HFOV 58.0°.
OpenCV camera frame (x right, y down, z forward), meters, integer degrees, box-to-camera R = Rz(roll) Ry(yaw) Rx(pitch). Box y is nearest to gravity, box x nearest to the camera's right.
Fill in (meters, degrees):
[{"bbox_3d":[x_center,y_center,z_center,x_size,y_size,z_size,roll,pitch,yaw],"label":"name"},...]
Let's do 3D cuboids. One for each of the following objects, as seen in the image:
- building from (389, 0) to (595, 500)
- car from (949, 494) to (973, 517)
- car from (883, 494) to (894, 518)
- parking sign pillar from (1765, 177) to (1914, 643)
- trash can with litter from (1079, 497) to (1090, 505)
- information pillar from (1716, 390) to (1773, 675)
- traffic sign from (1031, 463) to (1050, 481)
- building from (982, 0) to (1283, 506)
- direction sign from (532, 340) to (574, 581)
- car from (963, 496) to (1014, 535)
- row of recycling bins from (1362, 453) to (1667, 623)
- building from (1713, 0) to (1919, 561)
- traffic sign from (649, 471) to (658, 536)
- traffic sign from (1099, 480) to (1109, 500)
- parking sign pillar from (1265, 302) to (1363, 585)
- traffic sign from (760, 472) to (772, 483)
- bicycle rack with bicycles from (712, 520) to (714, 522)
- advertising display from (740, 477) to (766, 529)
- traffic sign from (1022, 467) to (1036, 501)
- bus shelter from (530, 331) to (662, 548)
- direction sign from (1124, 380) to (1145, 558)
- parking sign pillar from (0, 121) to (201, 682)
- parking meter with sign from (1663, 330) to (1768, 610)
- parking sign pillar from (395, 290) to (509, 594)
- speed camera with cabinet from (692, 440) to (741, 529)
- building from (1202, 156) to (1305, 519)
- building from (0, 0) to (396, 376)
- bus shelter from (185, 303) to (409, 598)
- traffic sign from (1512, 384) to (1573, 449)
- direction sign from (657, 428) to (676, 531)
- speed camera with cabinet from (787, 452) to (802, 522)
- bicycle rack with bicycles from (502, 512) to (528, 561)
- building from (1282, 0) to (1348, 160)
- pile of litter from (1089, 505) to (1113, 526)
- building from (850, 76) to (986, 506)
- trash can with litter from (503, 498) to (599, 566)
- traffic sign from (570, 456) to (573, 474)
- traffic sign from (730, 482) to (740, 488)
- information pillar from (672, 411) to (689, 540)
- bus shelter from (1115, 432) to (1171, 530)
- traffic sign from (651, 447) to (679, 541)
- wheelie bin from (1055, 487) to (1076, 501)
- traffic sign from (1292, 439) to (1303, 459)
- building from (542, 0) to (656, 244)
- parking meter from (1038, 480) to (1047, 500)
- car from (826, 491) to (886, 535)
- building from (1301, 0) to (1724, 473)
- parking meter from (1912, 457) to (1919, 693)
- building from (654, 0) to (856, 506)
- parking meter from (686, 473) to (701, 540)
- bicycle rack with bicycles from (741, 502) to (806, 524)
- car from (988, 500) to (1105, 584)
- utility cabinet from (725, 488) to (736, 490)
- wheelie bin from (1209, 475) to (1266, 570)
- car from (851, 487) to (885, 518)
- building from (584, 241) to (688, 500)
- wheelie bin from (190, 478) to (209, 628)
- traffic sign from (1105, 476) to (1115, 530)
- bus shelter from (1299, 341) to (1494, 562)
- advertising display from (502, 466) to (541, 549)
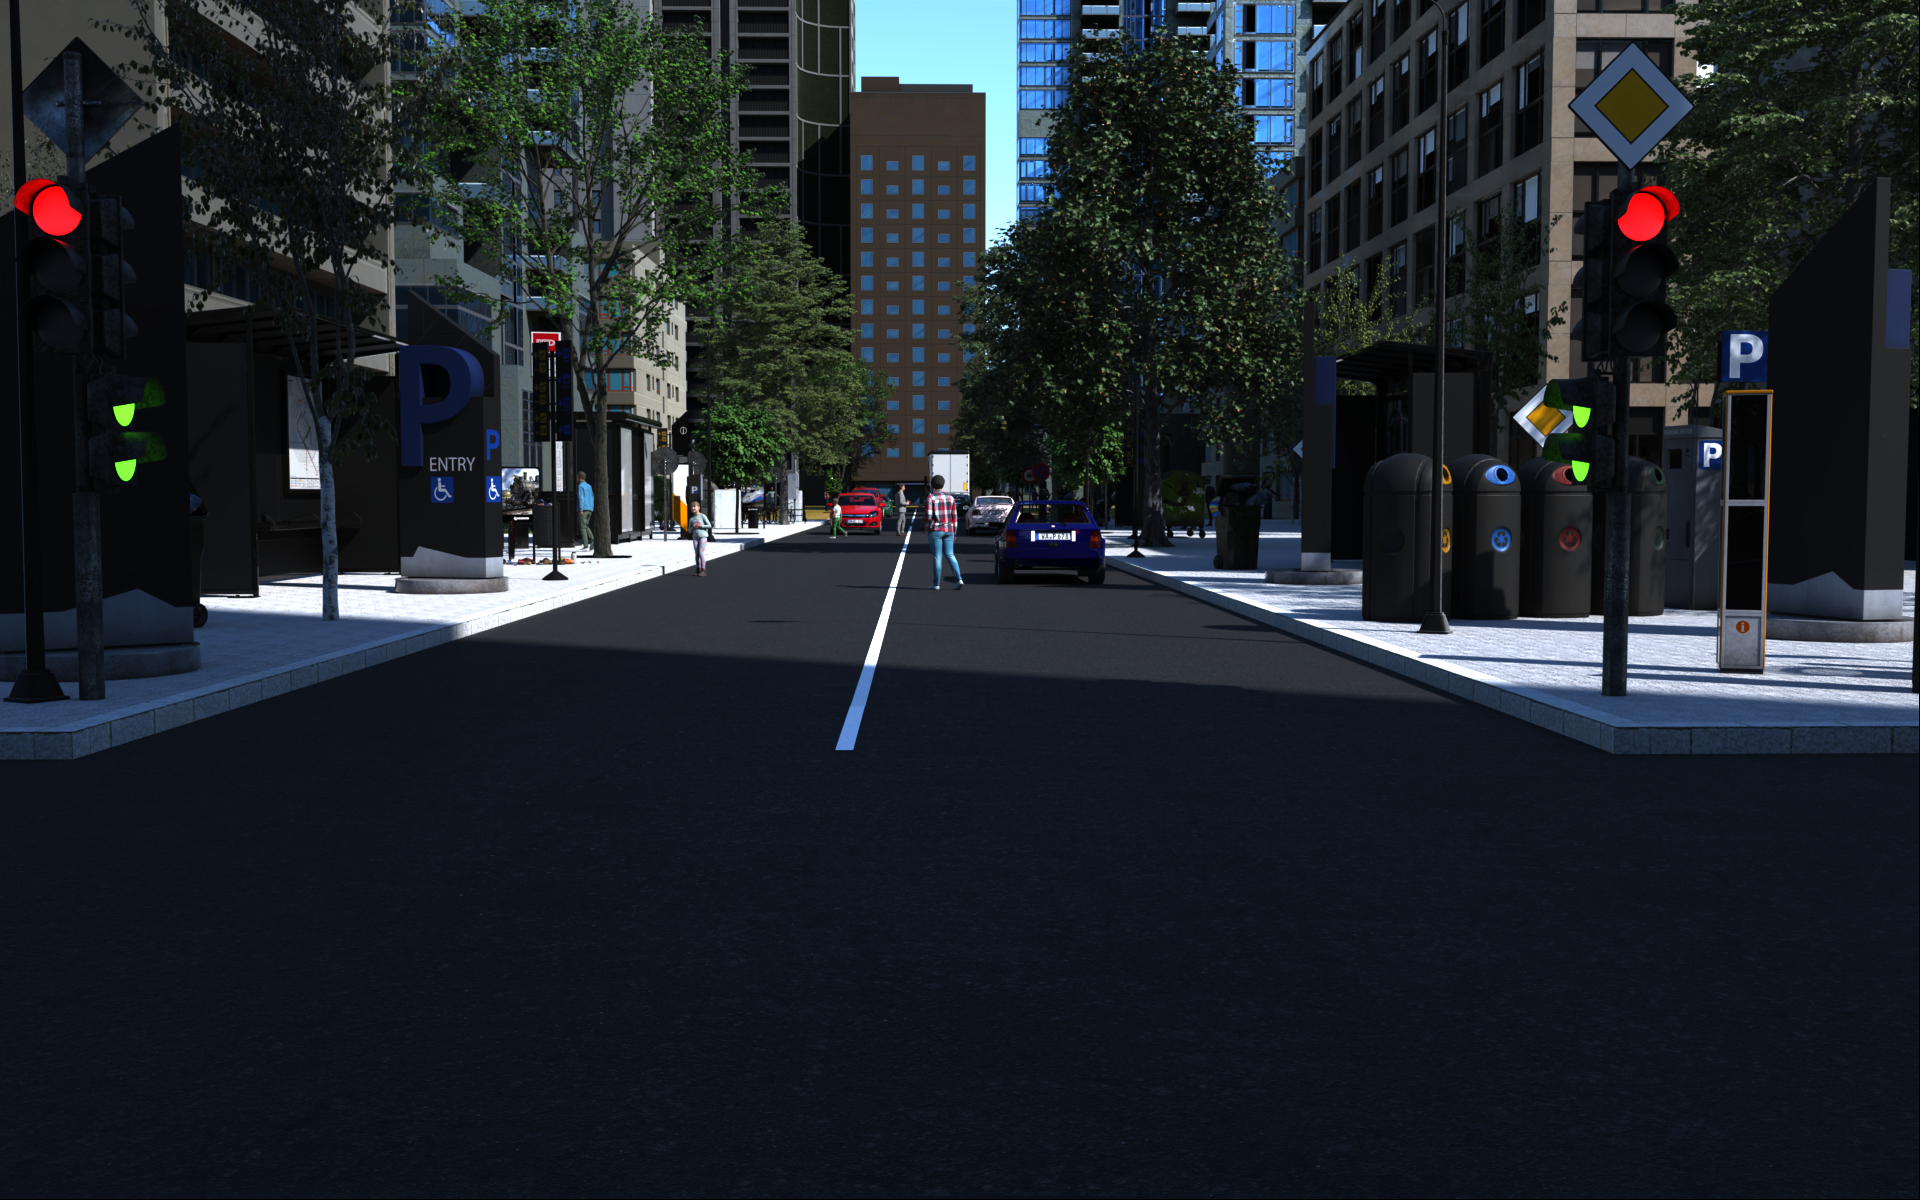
[{"bbox_3d":[-33.494,-48.103,99.158,22.319,86.520,31.000,0,4,-1],"label":"building"},{"bbox_3d":[-0.232,-5.201,96.830,2.131,1.459,4.920,0,4,1],"label":"car"},{"bbox_3d":[-5.089,-5.773,106.181,2.131,1.459,4.920,0,4,0],"label":"car"},{"bbox_3d":[7.831,-1.653,15.502,1.447,3.967,1.447,-1,4,-14],"label":"parking sign pillar"},{"bbox_3d":[4.926,-3.606,70.343,0.624,1.170,1.055,-1,4,-20],"label":"trash can with litter"},{"bbox_3d":[5.621,-0.485,12.422,0.304,2.012,0.304,1,4,20],"label":"information pillar"},{"bbox_3d":[3.268,-4.293,70.304,0.768,2.556,0.104,0,4,1],"label":"traffic sign"},{"bbox_3d":[17.928,-53.881,193.628,31.000,86.520,22.319,0,4,-1],"label":"building"},{"bbox_3d":[-6.045,-2.065,25.766,0.876,3.537,0.379,3,4,37],"label":"direction sign"},{"bbox_3d":[1.167,-3.024,61.799,2.083,1.381,4.827,0,4,-2],"label":"car"},{"bbox_3d":[5.772,-0.670,18.060,3.534,1.692,1.069,-1,4,-20],"label":"row of recycling bins"},{"bbox_3d":[26.672,-10.134,33.143,16.811,18.784,16.820,0,4,-1],"label":"building"},{"bbox_3d":[-9.476,-3.231,52.931,0.768,2.556,0.104,0,4,1],"label":"traffic sign"},{"bbox_3d":[6.975,-5.185,84.888,0.768,2.556,0.104,0,4,0],"label":"traffic sign"},{"bbox_3d":[5.151,-2.233,24.988,1.447,3.967,1.447,1,4,11],"label":"parking sign pillar"},{"bbox_3d":[-9.726,-5.247,85.793,0.884,2.594,0.081,0,4,2],"label":"traffic sign"},{"bbox_3d":[-10.842,-4.044,79.508,2.852,0.926,2.925,-2,4,-29],"label":"bicycle rack with bicycles"},{"bbox_3d":[-7.702,-3.624,64.461,0.974,1.923,0.123,1,4,12],"label":"advertising display"},{"bbox_3d":[3.341,-5.061,82.854,0.768,2.556,0.104,0,4,8],"label":"traffic sign"},{"bbox_3d":[-9.528,-4.142,45.354,2.179,5.291,8.768,0,4,-1],"label":"bus shelter"},{"bbox_3d":[3.566,-2.631,35.016,0.379,3.537,0.876,0,4,5],"label":"direction sign"},{"bbox_3d":[-6.264,-1.462,12.382,1.447,3.967,1.447,-3,4,-39],"label":"parking sign pillar"},{"bbox_3d":[8.241,-1.414,19.387,0.543,3.016,1.738,-1,4,-8],"label":"parking meter with sign"},{"bbox_3d":[-6.690,-2.094,22.709,1.447,3.967,1.447,1,4,17],"label":"parking sign pillar"},{"bbox_3d":[-9.029,-4.210,63.174,2.038,3.252,0.660,-1,4,-8],"label":"speed camera with cabinet"},{"bbox_3d":[30.641,-15.818,103.658,27.650,21.520,28.899,0,4,-1],"label":"building"},{"bbox_3d":[-32.486,-26.444,56.054,21.300,48.544,21.600,0,4,-1],"label":"building"},{"bbox_3d":[-9.276,-2.024,24.380,1.731,3.624,6.357,0,4,-1],"label":"bus shelter"},{"bbox_3d":[7.025,-1.286,20.759,0.795,2.593,0.064,0,4,5],"label":"traffic sign"},{"bbox_3d":[-9.953,-4.132,59.551,0.876,3.537,0.379,-1,4,-16],"label":"direction sign"},{"bbox_3d":[-7.624,-5.190,79.197,0.660,3.252,2.038,0,4,2],"label":"speed camera with cabinet"},{"bbox_3d":[-9.796,-1.280,34.307,2.852,0.926,2.925,0,4,-5],"label":"bicycle rack with bicycles"},{"bbox_3d":[27.183,-50.081,131.497,22.319,86.520,31.000,0,4,-1],"label":"building"},{"bbox_3d":[5.345,-3.342,68.603,1.719,0.858,1.176,-2,4,-24],"label":"pile of litter"},{"bbox_3d":[-4.556,-32.991,189.511,14.200,45.320,14.600,0,4,-1],"label":"building"},{"bbox_3d":[-7.918,-1.271,31.838,2.233,1.210,1.678,1,4,12],"label":"trash can with litter"},{"bbox_3d":[-11.658,-3.256,53.340,0.768,2.556,0.104,0,4,0],"label":"traffic sign"},{"bbox_3d":[-11.098,-5.077,85.131,0.606,2.300,0.079,0,4,2],"label":"traffic sign"},{"bbox_3d":[-7.865,-3.513,48.785,0.504,3.616,0.183,-2,4,-35],"label":"information pillar"},{"bbox_3d":[6.578,-4.458,64.168,1.731,3.624,6.357,0,4,-1],"label":"bus shelter"},{"bbox_3d":[-7.974,-2.856,46.805,0.768,2.556,0.104,0,4,-1],"label":"traffic sign"},{"bbox_3d":[4.476,-4.019,73.616,0.980,1.594,0.693,2,4,24],"label":"wheelie bin"},{"bbox_3d":[7.206,-2.182,35.402,0.795,2.593,0.064,0,4,7],"label":"traffic sign"},{"bbox_3d":[-46.567,-39.757,192.026,28.212,58.520,21.231,0,4,-1],"label":"building"},{"bbox_3d":[3.320,-3.913,69.686,0.255,1.863,0.399,-1,4,-12],"label":"parking meter"},{"bbox_3d":[-3.722,-3.256,62.281,2.155,1.783,4.494,0,4,-2],"label":"car"},{"bbox_3d":[27.125,-16.212,69.585,19.350,26.468,34.151,0,4,-1],"label":"building"},{"bbox_3d":[6.364,-0.334,11.177,0.399,1.863,0.255,-3,5,-44],"label":"parking meter"},{"bbox_3d":[-22.151,-46.083,191.709,20.611,71.187,20.563,0,4,-1],"label":"building"},{"bbox_3d":[-7.427,-2.601,48.245,0.399,1.863,0.255,-1,4,-17],"label":"parking meter"},{"bbox_3d":[-8.006,-3.808,75.640,2.852,0.926,2.925,-2,4,-34],"label":"bicycle rack with bicycles"},{"bbox_3d":[1.459,-1.006,29.027,1.945,1.354,3.894,0,3,0],"label":"car"},{"bbox_3d":[-8.981,-3.618,67.825,0.318,1.500,1.173,-1,4,-17],"label":"utility cabinet"},{"bbox_3d":[4.764,-1.322,29.516,0.980,1.594,0.693,-1,4,-17],"label":"wheelie bin"},{"bbox_3d":[-5.479,-5.600,100.236,2.281,1.827,5.304,0,4,0],"label":"car"},{"bbox_3d":[-37.361,-17.640,133.452,28.899,21.520,27.650,0,4,-1],"label":"building"},{"bbox_3d":[-7.622,-0.525,16.491,0.980,1.594,0.693,1,4,18],"label":"wheelie bin"},{"bbox_3d":[5.295,-3.821,62.581,0.768,2.556,0.104,0,4,5],"label":"traffic sign"},{"bbox_3d":[7.326,-2.349,29.685,1.731,3.624,6.357,0,4,-1],"label":"bus shelter"},{"bbox_3d":[-10.317,-2.165,40.611,0.974,1.923,0.123,-2,4,-30],"label":"advertising display"}]
